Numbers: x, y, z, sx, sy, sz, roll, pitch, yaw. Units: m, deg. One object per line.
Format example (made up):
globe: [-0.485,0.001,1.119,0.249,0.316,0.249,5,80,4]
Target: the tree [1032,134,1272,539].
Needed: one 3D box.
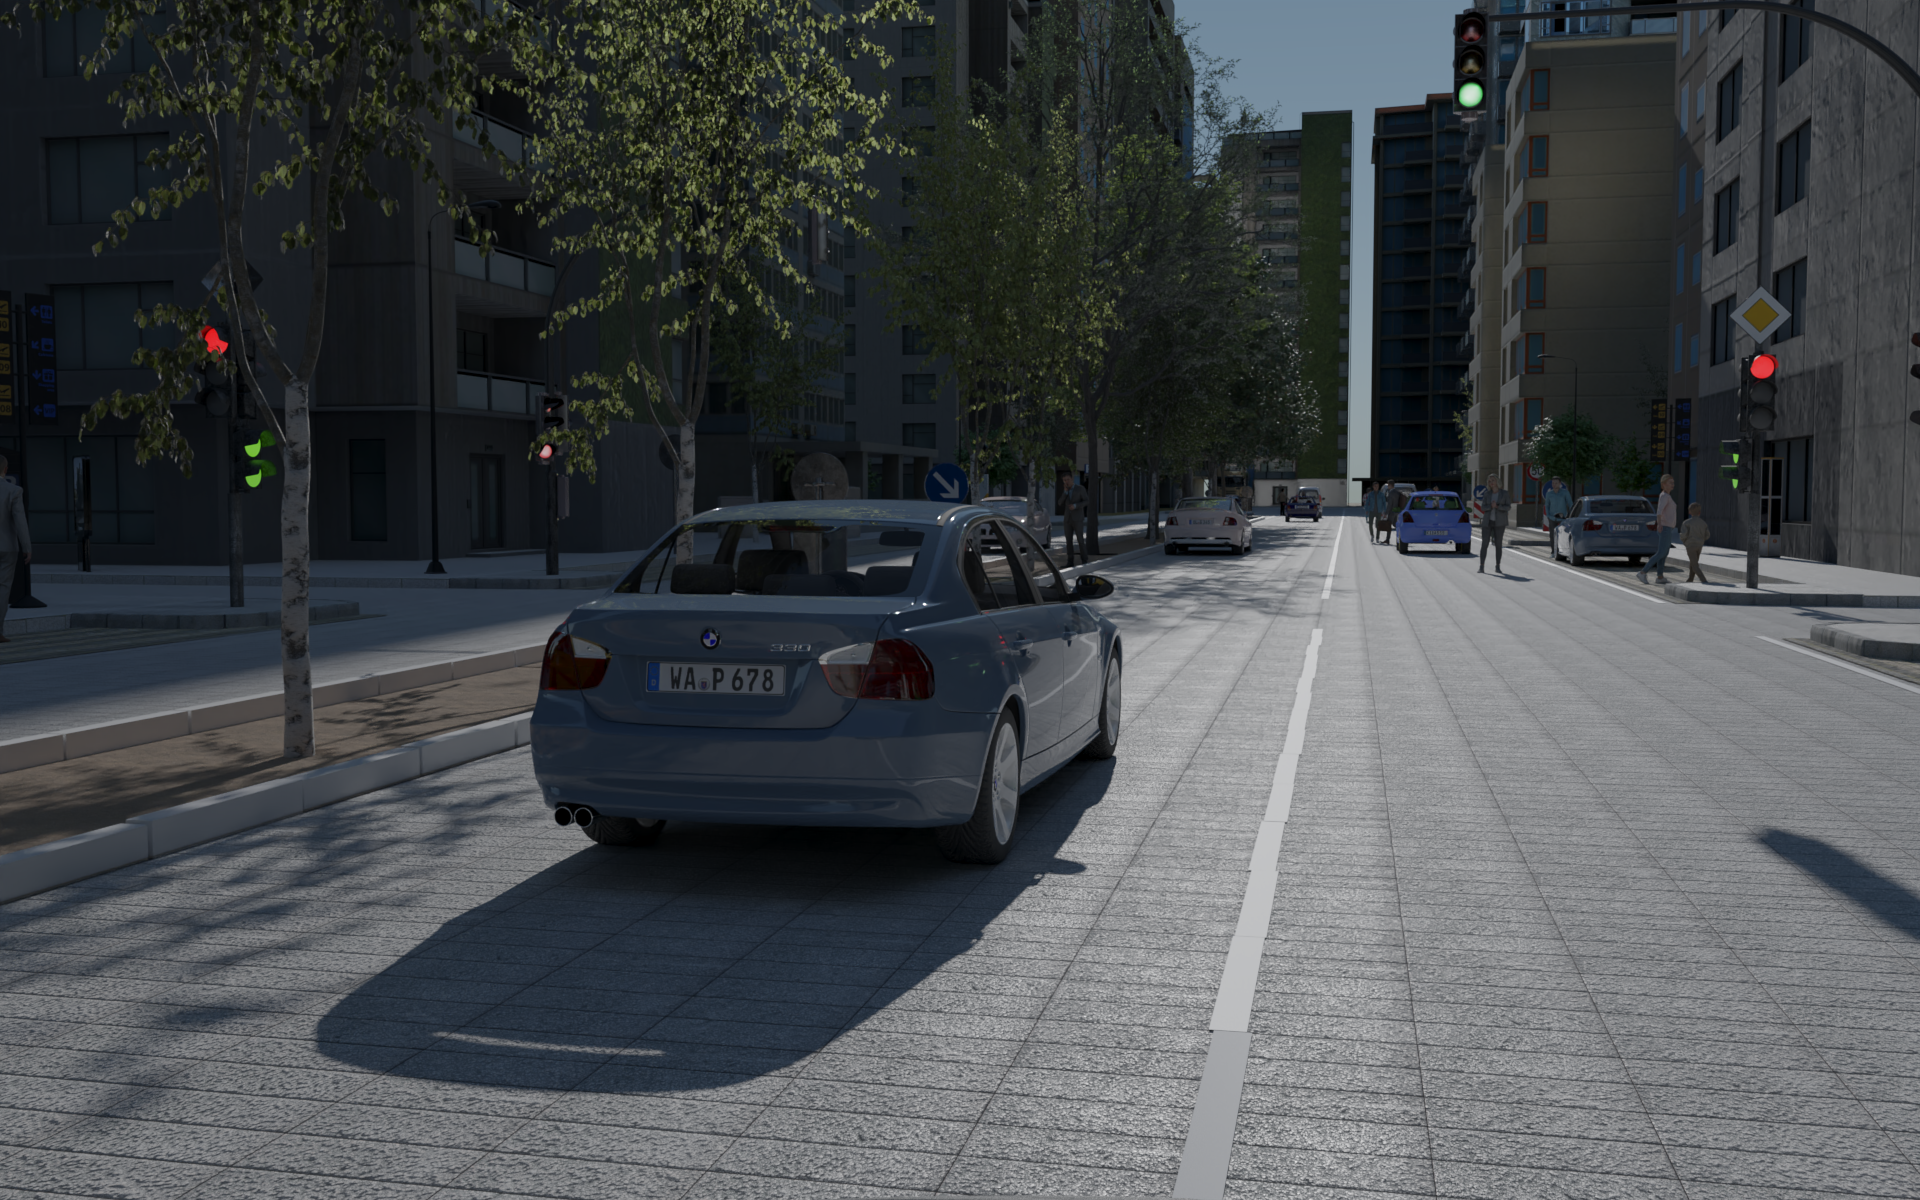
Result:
tree: [6.061,-8.193,54.545,7.486,12.596,7.792,0,3,0]

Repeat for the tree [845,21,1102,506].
tree: [0.244,-4.526,26.821,4.737,8.622,4.395,0,3,0]

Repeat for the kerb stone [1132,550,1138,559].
kerb stone: [3.718,-0.958,37.858,0.120,0.150,1.000,1,4,13]

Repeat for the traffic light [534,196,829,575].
traffic light: [-4.391,-3.196,26.927,4.771,5.953,1.251,1,4,13]

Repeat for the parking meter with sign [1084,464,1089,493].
parking meter with sign: [7.521,-6.307,99.375,0.543,3.016,1.738,0,4,-4]

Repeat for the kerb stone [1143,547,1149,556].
kerb stone: [4.169,-1.080,39.852,0.120,0.150,1.000,1,4,13]

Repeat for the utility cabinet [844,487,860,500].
utility cabinet: [-3.219,-2.541,50.218,0.318,1.500,1.173,1,4,17]

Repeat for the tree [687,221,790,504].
tree: [-5.214,-5.818,45.488,4.737,8.622,4.395,0,3,0]

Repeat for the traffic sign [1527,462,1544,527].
traffic sign: [22.231,-4.076,66.749,0.768,2.556,0.104,1,4,21]

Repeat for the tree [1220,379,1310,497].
tree: [13.215,-9.115,85.900,8.767,10.594,7.601,1,4,13]

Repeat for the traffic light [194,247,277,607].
traffic light: [-8.198,-1.874,19.557,0.839,4.253,0.868,1,4,13]

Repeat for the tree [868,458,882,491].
tree: [-4.253,-5.061,77.350,1.663,3.219,1.824,0,3,0]

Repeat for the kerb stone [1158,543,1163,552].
kerb stone: [4.838,-1.263,42.852,0.120,0.150,1.000,1,4,13]

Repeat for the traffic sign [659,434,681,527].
traffic sign: [-6.079,-2.251,36.917,0.768,2.556,0.104,1,4,16]

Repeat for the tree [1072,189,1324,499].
tree: [8.296,-8.772,62.887,9.611,12.733,9.660,0,3,0]

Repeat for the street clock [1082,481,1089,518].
street clock: [6.915,-5.509,94.645,0.471,2.002,0.358,-2,4,-31]

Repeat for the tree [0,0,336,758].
tree: [-3.555,-3.460,9.391,4.360,8.622,3.978,0,3,0]

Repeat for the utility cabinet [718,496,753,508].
utility cabinet: [-6.485,-2.386,50.168,1.020,1.237,0.306,-1,4,-22]

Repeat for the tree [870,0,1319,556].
tree: [3.093,-7.777,39.974,12.009,13.543,11.850,0,3,0]

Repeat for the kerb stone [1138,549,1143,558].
kerb stone: [3.935,-1.019,38.857,0.120,0.150,1.000,1,4,13]

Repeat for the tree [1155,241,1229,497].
tree: [5.447,-5.861,48.642,4.360,8.622,3.978,0,3,0]

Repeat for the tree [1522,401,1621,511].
tree: [21.457,-4.737,61.163,4.285,4.588,4.351,0,3,0]

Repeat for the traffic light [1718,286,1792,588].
traffic light: [10.787,-2.116,23.517,0.839,4.253,0.868,1,4,13]

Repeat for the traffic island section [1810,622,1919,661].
traffic island section: [9.078,0.395,15.830,2.009,0.180,2.903,1,4,13]

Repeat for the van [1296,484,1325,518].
van: [21.086,-5.983,104.837,2.013,2.044,4.112,1,4,11]

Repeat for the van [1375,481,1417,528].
van: [18.019,-3.938,71.406,2.013,2.044,4.112,1,4,11]

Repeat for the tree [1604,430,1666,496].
tree: [20.253,-3.525,52.233,1.663,3.219,1.824,0,3,0]

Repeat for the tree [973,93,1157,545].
tree: [1.337,-4.845,32.042,4.360,8.622,3.978,0,3,0]

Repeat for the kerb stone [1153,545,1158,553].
kerb stone: [4.612,-1.199,41.848,0.120,0.150,1.000,1,4,13]

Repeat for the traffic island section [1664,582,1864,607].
traffic island section: [10.824,-0.082,23.622,2.009,0.180,2.903,1,4,13]

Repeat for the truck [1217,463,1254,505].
truck: [23.455,-9.713,147.715,2.839,4.237,11.283,1,4,14]

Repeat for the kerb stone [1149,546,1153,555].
kerb stone: [4.386,-1.136,40.852,0.120,0.150,1.000,1,4,13]

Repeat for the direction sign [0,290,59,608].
direction sign: [-10.541,-1.681,19.486,0.379,3.537,0.876,2,4,26]

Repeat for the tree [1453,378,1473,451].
tree: [30.712,-9.186,100.557,4.360,8.622,3.978,0,3,0]

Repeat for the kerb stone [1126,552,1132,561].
kerb stone: [3.487,-0.896,36.851,0.120,0.150,1.000,1,4,13]

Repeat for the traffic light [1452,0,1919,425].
traffic light: [6.980,-2.530,16.041,4.771,5.953,1.251,1,4,13]

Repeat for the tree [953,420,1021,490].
tree: [1.216,-5.658,76.230,4.285,4.588,4.351,0,3,0]

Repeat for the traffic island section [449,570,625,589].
traffic island section: [-6.488,-0.319,27.493,2.009,0.180,2.903,1,4,13]

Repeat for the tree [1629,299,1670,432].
tree: [26.912,-6.916,63.441,4.360,8.622,3.978,0,3,0]

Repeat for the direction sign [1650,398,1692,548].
direction sign: [16.860,-3.006,41.149,0.876,3.537,0.379,2,4,28]

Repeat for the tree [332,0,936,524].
tree: [-2.319,-3.794,14.845,4.360,8.622,3.978,0,3,0]

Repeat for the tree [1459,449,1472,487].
tree: [32.705,-7.571,107.496,4.285,4.588,4.351,0,3,0]

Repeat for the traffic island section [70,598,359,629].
traffic island section: [-8.234,0.158,19.700,2.009,0.180,2.903,1,4,13]
